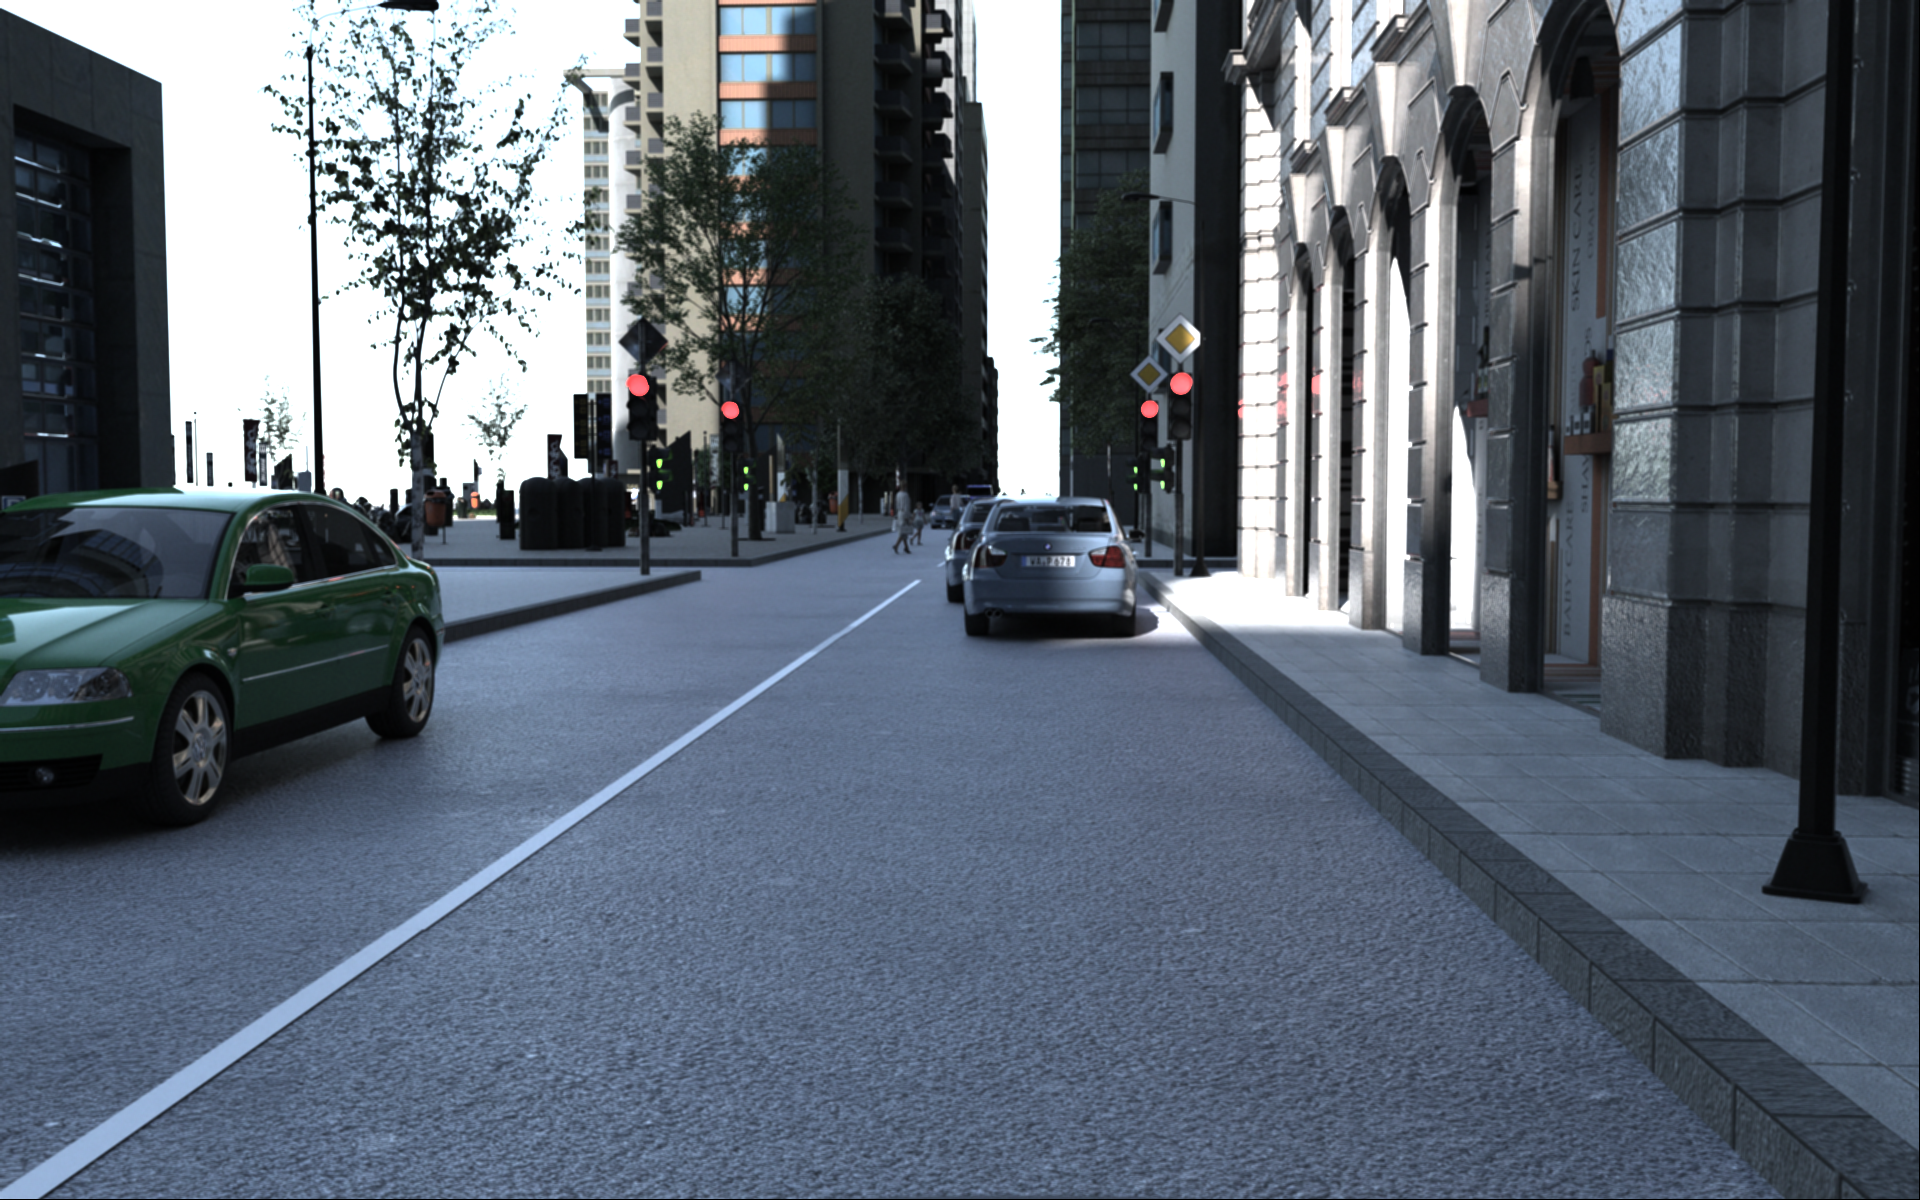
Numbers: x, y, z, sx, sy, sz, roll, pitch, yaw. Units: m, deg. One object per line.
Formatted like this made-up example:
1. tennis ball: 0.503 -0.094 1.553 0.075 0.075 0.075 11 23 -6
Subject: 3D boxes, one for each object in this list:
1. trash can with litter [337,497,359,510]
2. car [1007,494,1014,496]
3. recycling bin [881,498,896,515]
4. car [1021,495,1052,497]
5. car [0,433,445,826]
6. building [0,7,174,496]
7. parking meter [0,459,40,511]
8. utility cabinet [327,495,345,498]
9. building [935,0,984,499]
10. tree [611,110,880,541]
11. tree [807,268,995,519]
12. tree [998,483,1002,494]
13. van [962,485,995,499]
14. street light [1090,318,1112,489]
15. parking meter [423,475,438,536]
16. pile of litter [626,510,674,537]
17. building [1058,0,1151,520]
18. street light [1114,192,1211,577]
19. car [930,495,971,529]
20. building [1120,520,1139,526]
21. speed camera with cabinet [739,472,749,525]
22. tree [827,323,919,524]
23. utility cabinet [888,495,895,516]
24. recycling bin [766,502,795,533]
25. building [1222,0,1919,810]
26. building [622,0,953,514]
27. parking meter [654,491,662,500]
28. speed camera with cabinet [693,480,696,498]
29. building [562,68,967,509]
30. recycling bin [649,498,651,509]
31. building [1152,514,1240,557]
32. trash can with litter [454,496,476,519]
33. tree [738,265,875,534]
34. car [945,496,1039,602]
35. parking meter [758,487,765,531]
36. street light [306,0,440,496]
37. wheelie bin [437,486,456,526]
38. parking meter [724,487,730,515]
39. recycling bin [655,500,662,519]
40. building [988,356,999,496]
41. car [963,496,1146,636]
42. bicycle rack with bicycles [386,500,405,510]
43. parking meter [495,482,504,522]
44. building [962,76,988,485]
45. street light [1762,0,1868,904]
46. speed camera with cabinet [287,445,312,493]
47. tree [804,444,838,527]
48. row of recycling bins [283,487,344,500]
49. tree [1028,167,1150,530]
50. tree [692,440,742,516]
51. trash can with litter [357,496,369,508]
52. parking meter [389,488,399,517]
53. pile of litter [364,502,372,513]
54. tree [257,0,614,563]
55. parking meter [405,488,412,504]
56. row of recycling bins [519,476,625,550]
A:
1. trash can with litter: -17.787 -2.410 50.458 1.678 1.210 2.233 0 4 -4
2. car: 5.003 -10.394 180.167 2.015 1.641 3.980 0 4 3
3. recycling bin: -4.506 -5.885 108.779 0.722 1.027 0.722 2 4 26
4. car: 2.020 -2.059 45.666 2.014 1.417 4.499 0 4 3
5. car: -4.122 -0.006 8.895 1.959 1.807 4.718 0 4 2
6. building: -28.490 -42.927 14.528 31.000 86.520 22.319 0 4 3
7. parking meter: -6.902 -0.258 12.622 0.372 1.533 0.369 0 3 0
8. utility cabinet: -36.311 -5.476 100.695 1.020 1.237 0.306 -1 4 -21
9. building: -5.675 -49.976 255.357 20.563 71.187 20.611 0 4 3
10. tree: -5.834 -7.462 47.766 9.928 11.665 9.643 0 3 0
11. tree: -2.995 -10.462 88.067 9.611 12.733 9.660 0 3 0
12. tree: 5.731 -16.797 269.232 1.663 3.219 1.824 0 3 0
13. van: 1.289 -6.881 116.895 2.240 2.365 5.245 0 4 2
14. street light: 4.124 -4.481 45.807 1.470 5.913 1.316 0 4 3
15. parking meter: -16.374 -2.929 53.608 0.255 1.863 0.399 2 4 25
16. pile of litter: -9.491 -2.334 52.123 1.719 0.858 1.176 0 4 -3
17. building: 12.918 -25.612 102.353 14.154 41.232 14.086 0 4 3
18. street light: 3.193 -3.319 26.807 1.470 5.913 1.316 0 4 3
19. car: -0.242 -3.704 72.558 2.014 1.417 4.499 0 4 3
20. building: 11.905 -23.974 75.566 14.154 41.232 14.086 0 4 3
21. speed camera with cabinet: -8.726 -4.771 72.344 0.660 3.252 2.038 0 4 8
22. tree: -4.140 -7.595 74.545 4.360 8.622 3.978 0 3 0
23. utility cabinet: -4.070 -5.561 102.076 0.306 1.237 1.020 1 4 10
24. recycling bin: -5.882 -2.707 56.807 0.722 1.027 0.722 -2 4 -35
25. building: 9.606 -10.561 14.480 13.314 21.916 24.055 0 4 3
26. building: -11.924 -28.763 124.906 22.147 44.769 28.867 0 4 3
27. parking meter: -15.352 -5.051 88.290 0.399 1.863 0.255 1 4 11
28. speed camera with cabinet: -17.612 -7.135 110.991 2.038 3.252 0.660 0 4 -8
29. building: -15.715 -28.120 151.640 32.217 40.220 23.993 0 4 3
30. recycling bin: -18.891 -5.559 103.451 0.722 1.027 0.722 0 4 -1
31. building: 15.721 -25.700 43.896 21.600 48.544 21.300 0 4 3
32. trash can with litter: -25.644 -4.795 89.786 0.624 1.170 1.055 3 5 40
33. tree: -4.872 -6.409 55.143 4.737 8.622 4.395 0 3 0
34. car: 0.765 -0.748 24.236 2.014 1.417 4.499 0 4 3
35. parking meter: -7.010 -3.181 60.414 0.372 1.533 0.369 0 3 0
36. street light: -5.551 -2.679 16.338 1.470 5.913 1.316 0 4 3
37. wheelie bin: -20.409 -3.709 68.544 0.980 1.594 0.693 -3 5 -42
38. parking meter: -14.104 -6.041 104.479 0.399 1.863 0.255 2 4 29
39. recycling bin: -12.950 -3.873 75.870 0.722 1.027 0.722 0 4 -1
40. building: -8.973 -23.685 232.295 27.650 21.520 28.899 0 4 3
41. car: 1.019 -0.415 18.794 2.014 1.417 4.499 0 4 5
42. bicycle rack with bicycles: -32.052 -5.449 102.473 2.925 0.926 2.852 1 4 16
43. parking meter: -21.340 -4.564 80.335 0.399 1.863 0.255 -1 4 -15
44. building: -7.652 -35.593 205.648 21.300 48.544 21.600 0 4 3
45. street light: 2.221 -2.013 5.449 1.470 5.913 1.316 0 4 3
46. speed camera with cabinet: -26.743 -4.631 70.055 0.660 3.252 2.038 -2 4 -33
47. tree: -5.227 -4.429 67.021 1.663 3.219 1.824 0 3 0
48. row of recycling bins: -37.021 -5.629 99.150 3.534 1.692 1.069 0 4 -1
49. tree: 6.124 -8.739 61.005 7.486 12.596 7.792 0 3 0
50. tree: -14.163 -7.153 100.668 4.285 4.588 4.351 0 3 0
51. trash can with litter: -35.329 -5.598 102.912 0.624 1.170 1.055 1 4 23
52. parking meter: -23.447 -3.876 71.775 0.372 1.533 0.369 0 3 0
53. pile of litter: -32.994 -5.009 95.855 1.176 0.858 1.719 -2 4 -25
54. tree: -6.727 -4.381 21.997 4.360 8.622 3.978 0 3 0
55. parking meter: -23.619 -4.031 74.316 0.372 1.533 0.369 0 3 0
56. row of recycling bins: -9.130 -2.082 41.161 1.069 1.692 3.534 2 4 24
